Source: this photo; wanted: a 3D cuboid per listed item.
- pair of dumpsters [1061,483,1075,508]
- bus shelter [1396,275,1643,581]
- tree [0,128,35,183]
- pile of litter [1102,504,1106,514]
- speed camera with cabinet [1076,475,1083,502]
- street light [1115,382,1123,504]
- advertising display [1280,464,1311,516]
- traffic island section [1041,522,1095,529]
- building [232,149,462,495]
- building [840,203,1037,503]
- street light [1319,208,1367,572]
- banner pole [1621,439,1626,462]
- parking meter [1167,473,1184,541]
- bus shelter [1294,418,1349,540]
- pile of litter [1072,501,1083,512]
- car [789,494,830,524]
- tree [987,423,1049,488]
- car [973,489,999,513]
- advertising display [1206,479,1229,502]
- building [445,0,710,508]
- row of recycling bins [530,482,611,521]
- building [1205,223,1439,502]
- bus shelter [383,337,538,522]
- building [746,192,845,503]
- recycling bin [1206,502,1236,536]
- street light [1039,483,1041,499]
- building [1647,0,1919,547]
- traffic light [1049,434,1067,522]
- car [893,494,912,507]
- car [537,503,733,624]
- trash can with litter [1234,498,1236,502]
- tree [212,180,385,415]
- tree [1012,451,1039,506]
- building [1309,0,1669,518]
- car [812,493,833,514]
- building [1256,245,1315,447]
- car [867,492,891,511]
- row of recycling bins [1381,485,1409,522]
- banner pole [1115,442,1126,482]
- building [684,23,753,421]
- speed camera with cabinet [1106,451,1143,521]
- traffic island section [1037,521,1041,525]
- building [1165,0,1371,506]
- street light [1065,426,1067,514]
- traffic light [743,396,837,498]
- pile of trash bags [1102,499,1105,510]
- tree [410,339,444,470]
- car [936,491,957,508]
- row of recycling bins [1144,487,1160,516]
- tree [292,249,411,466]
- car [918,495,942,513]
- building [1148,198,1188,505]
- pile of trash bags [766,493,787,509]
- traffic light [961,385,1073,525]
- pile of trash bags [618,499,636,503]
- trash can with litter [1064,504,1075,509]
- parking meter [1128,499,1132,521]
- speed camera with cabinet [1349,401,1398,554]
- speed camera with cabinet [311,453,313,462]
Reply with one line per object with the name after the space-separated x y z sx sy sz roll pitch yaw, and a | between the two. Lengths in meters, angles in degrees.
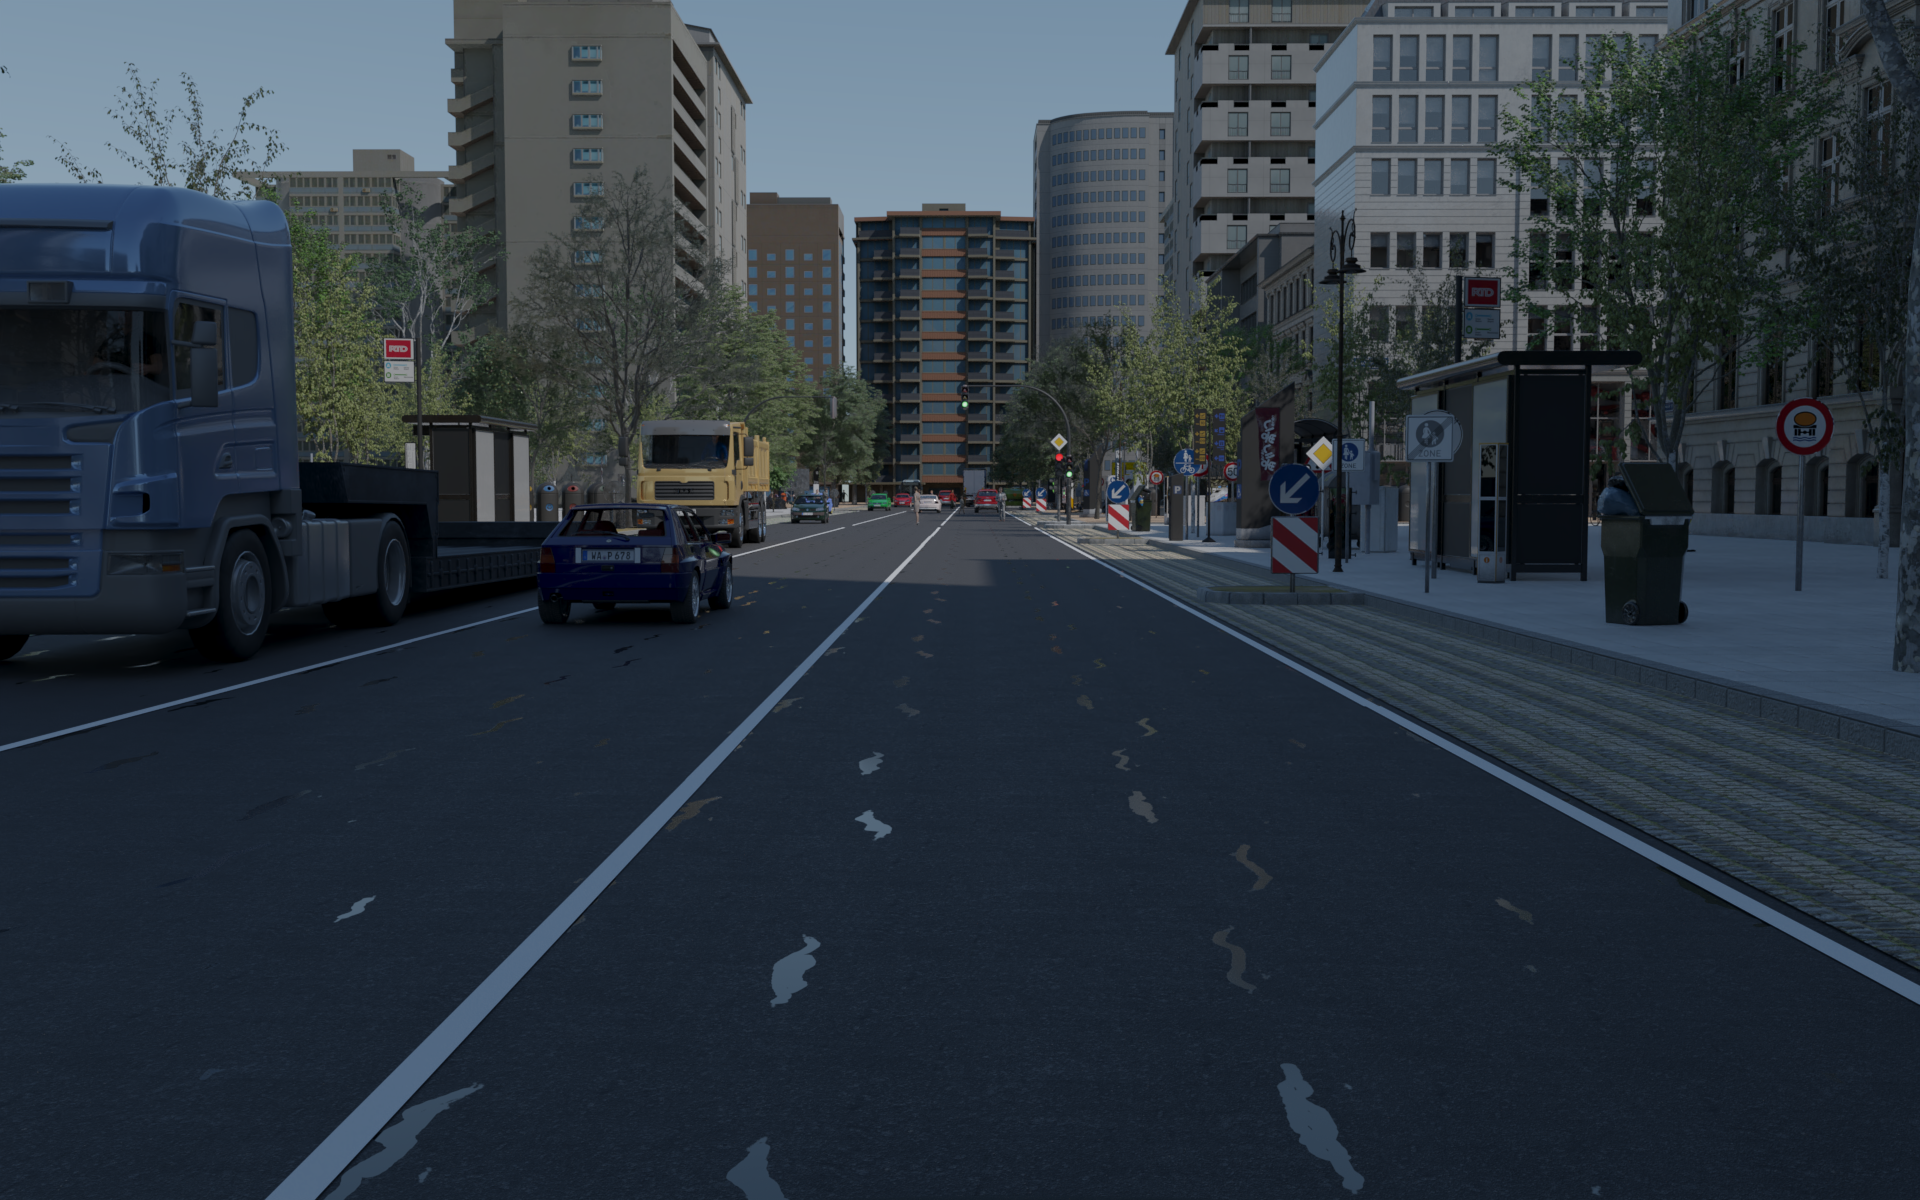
9.181 -9.041 150.320 1.574 2.255 4.437 0 4 0 | pair of dumpsters
8.922 -3.178 29.588 2.179 5.291 8.768 0 4 0 | bus shelter
-34.442 -9.327 59.157 9.857 13.997 8.962 0 3 0 | tree
8.543 -5.341 101.297 1.176 0.858 1.719 -1 4 -23 | pile of litter
11.276 -9.713 153.137 2.038 3.252 0.660 1 4 11 | speed camera with cabinet
6.559 -6.011 71.062 0.468 5.910 1.993 0 4 0 | street light
7.166 -1.943 36.985 0.974 1.923 0.123 -3 5 -45 | advertising display
4.555 -3.068 72.449 2.009 0.180 2.903 0 4 0 | traffic island section
-65.905 -31.158 201.317 23.993 40.220 32.217 0 4 0 | building
-3.098 -37.236 263.439 28.867 44.769 22.147 0 4 0 | building
6.226 -3.398 28.350 0.468 5.910 1.993 0 4 0 | street light
30.383 -5.471 79.467 0.401 3.779 0.863 1 4 10 | banner pole
5.893 -2.547 47.358 0.399 1.863 0.255 -1 4 -10 | parking meter
9.335 -3.358 48.831 2.014 3.302 5.546 0 4 0 | bus shelter
8.636 -6.652 122.727 1.176 0.858 1.719 -3 4 -36 | pile of litter
-7.383 -4.617 85.279 2.009 1.686 4.222 0 4 -1 | car
8.018 -19.212 231.122 9.611 12.733 9.660 0 3 0 | tree
2.130 -7.603 132.975 2.281 1.827 5.304 0 4 1 | car
10.798 -4.130 72.738 0.974 1.923 0.123 -1 4 -13 | advertising display
-36.310 -33.160 165.871 21.300 48.544 21.600 0 4 0 | building
-14.137 -3.304 61.134 3.534 1.692 1.069 -2 4 -23 | row of recycling bins
28.816 -19.652 140.372 14.314 24.678 30.058 0 4 0 | building
-13.667 -4.253 47.165 2.179 5.291 8.768 0 4 0 | bus shelter
-24.709 -37.268 259.440 14.200 45.320 14.600 0 4 0 | building
8.099 -2.511 53.616 0.722 1.027 0.722 -3 5 -43 | recycling bin
7.163 -11.151 155.100 0.468 5.910 1.993 0 4 0 | street light
28.031 -13.498 39.769 14.460 24.649 34.723 0 4 0 | building
4.570 -5.590 80.320 0.839 4.253 0.868 0 4 0 | traffic light
-6.189 -10.902 187.294 2.155 1.783 4.494 0 4 0 | car
-3.752 -0.484 20.487 1.945 1.354 3.894 0 4 1 | car
10.875 -3.322 65.694 1.055 1.170 0.624 -1 4 -22 | trash can with litter
-23.690 -8.142 58.875 9.928 11.665 9.643 0 3 0 | tree
8.187 -15.359 201.487 4.737 8.622 4.395 0 3 0 | tree
35.817 -19.587 97.744 29.804 29.767 11.434 0 4 0 | building
-9.878 -6.797 120.718 1.945 1.707 3.694 0 4 2 | car
26.547 -15.336 115.365 10.561 19.102 19.286 0 4 0 | building
-6.864 -8.477 147.387 1.959 1.807 4.718 0 4 2 | car
20.209 -4.478 80.322 3.534 1.692 1.069 0 4 -3 | row of recycling bins
7.712 -5.688 83.016 0.863 3.779 0.401 -3 5 -40 | banner pole
-39.544 -37.499 202.344 27.495 52.752 28.713 0 4 0 | building
7.602 -5.257 80.293 0.660 3.252 2.038 -2 4 -34 | speed camera with cabinet
4.610 -3.557 80.434 2.009 0.180 2.903 0 4 0 | traffic island section
36.882 -36.056 178.748 28.713 52.752 27.495 0 4 0 | building
6.865 -8.530 112.252 0.468 5.910 1.993 0 4 0 | street light
-8.099 -6.468 80.426 4.771 5.953 1.251 0 4 0 | traffic light
10.367 -6.168 110.593 1.912 1.369 3.447 3 4 38 | pile of trash bags
-24.062 -7.252 68.940 4.737 8.622 4.395 0 3 0 | tree
-1.475 -10.762 184.631 2.281 1.827 5.304 0 4 -1 | car
11.198 -5.837 102.552 1.069 1.692 3.534 0 4 -4 | row of recycling bins
-18.942 -6.175 51.323 4.737 8.622 4.395 0 3 0 | tree
-2.398 -7.337 132.314 2.083 1.381 4.827 0 4 1 | car
37.072 -31.387 205.054 32.217 40.220 23.993 0 4 0 | building
-15.432 -8.347 146.225 1.912 1.369 3.447 1 4 16 | pile of trash bags
2.422 -5.966 72.208 4.771 5.953 1.251 0 4 0 | traffic light
-14.068 -3.780 71.558 1.912 1.369 3.447 1 4 13 | pile of trash bags
9.180 -8.165 144.880 1.055 1.170 0.624 3 5 39 | trash can with litter
8.026 -4.685 82.316 0.255 1.863 0.399 0 4 5 | parking meter
8.979 -2.653 37.715 0.660 3.252 2.038 2 4 31 | speed camera with cabinet
-31.880 -5.472 83.809 0.660 3.252 2.038 3 5 39 | speed camera with cabinet
